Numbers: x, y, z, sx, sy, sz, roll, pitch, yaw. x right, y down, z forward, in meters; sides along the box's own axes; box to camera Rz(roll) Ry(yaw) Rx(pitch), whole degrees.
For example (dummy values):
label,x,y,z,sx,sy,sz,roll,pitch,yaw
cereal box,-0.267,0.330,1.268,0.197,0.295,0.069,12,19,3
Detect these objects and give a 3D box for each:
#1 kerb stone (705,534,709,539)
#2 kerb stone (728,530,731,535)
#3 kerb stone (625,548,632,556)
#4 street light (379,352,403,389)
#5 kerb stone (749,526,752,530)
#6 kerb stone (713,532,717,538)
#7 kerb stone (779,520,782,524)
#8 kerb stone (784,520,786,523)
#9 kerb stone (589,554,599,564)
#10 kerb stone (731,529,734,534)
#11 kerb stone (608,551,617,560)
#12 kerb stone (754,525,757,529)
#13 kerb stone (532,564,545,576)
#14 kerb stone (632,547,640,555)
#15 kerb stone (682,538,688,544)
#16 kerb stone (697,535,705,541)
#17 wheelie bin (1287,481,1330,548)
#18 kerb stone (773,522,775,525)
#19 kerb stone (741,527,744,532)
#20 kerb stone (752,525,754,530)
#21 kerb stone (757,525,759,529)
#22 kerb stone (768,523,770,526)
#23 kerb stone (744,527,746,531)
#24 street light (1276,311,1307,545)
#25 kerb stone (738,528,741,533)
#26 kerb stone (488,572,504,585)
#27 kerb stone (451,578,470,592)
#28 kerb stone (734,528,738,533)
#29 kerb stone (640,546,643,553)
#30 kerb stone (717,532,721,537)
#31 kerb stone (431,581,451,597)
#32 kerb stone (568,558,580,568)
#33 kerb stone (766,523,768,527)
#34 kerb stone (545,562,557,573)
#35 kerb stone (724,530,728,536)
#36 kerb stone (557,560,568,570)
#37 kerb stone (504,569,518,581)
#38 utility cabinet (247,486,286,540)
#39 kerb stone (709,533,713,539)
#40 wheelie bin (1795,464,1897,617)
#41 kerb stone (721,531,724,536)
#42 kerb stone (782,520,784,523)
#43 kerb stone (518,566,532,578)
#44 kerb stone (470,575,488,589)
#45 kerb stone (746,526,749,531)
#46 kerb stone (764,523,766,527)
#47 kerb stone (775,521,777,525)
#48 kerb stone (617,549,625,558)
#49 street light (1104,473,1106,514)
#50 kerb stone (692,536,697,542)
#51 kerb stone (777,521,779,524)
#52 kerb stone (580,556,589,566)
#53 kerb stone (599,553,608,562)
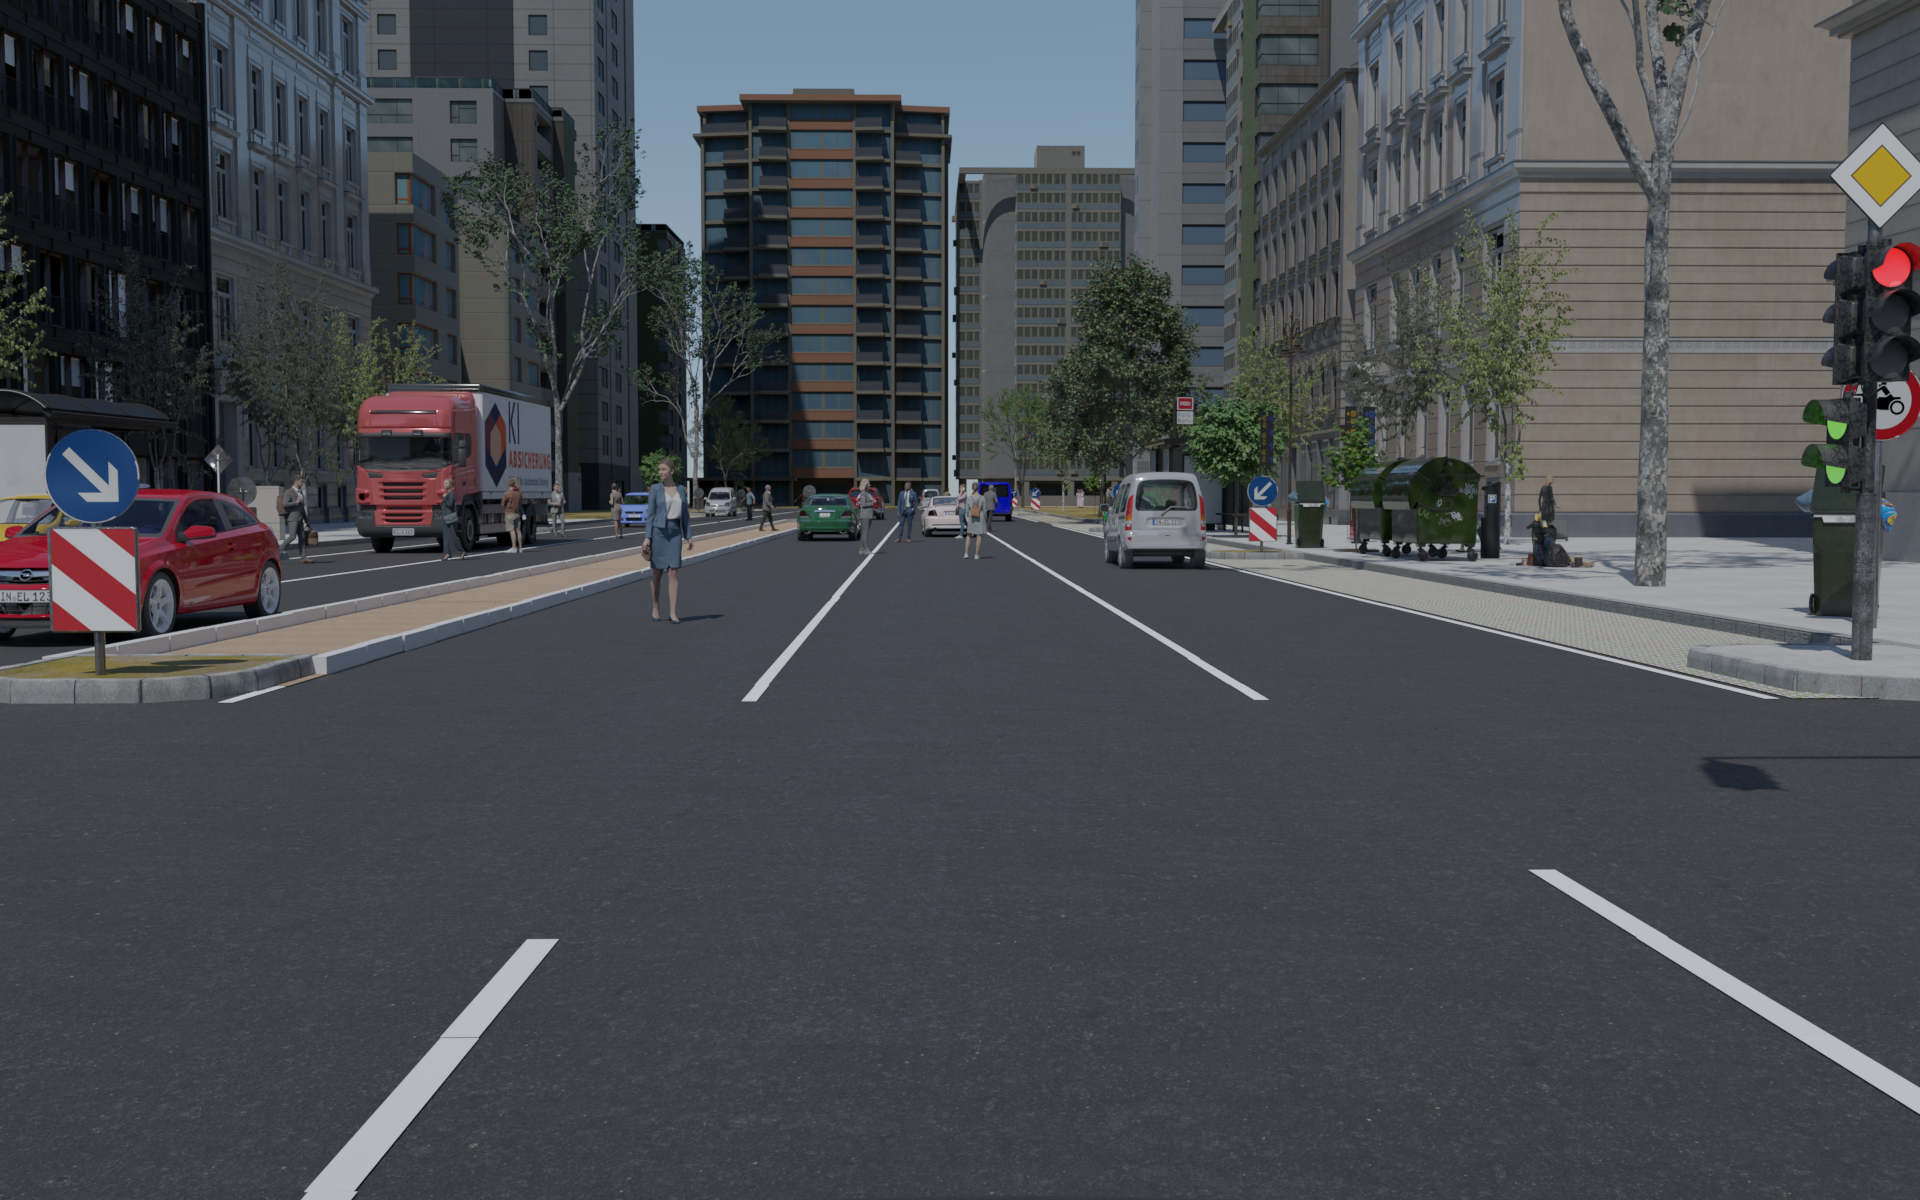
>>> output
label,x,y,z,sx,sy,sz,roll,pitch,yaw
kerb stone,-8.030,-1.952,54.115,0.120,0.150,1.000,0,4,-1
kerb stone,-8.155,-2.328,60.252,0.120,0.150,1.000,0,4,-1
kerb stone,-7.721,-1.074,39.754,0.120,0.150,1.000,0,4,-1
street light,-18.484,-5.126,56.604,0.468,5.910,1.993,0,4,-1
kerb stone,-8.313,-2.766,67.423,0.120,0.150,1.000,0,4,-1
kerb stone,-8.077,-2.077,56.162,0.120,0.150,1.000,0,4,-1
kerb stone,-8.613,-3.646,81.803,0.120,0.150,1.000,0,4,-1
kerb stone,-8.668,-3.772,83.863,0.120,0.150,1.000,0,4,-1
kerb stone,-7.641,-0.823,35.655,0.120,0.150,1.000,0,4,-1
kerb stone,-8.191,-2.390,61.273,0.120,0.150,1.000,0,4,-1
kerb stone,-7.679,-0.943,37.705,0.120,0.150,1.000,0,4,-1
kerb stone,-8.351,-2.892,69.482,0.120,0.150,1.000,0,4,-1
kerb stone,-7.526,-0.510,30.533,0.120,0.150,1.000,0,4,-1
kerb stone,-7.745,-1.137,40.785,0.120,0.150,1.000,0,4,-1
kerb stone,-7.941,-1.701,50.009,0.120,0.150,1.000,0,4,-1
kerb stone,-8.006,-1.889,53.087,0.120,0.150,1.000,0,4,-1
wheelie bin,8.250,-2.031,41.114,0.980,1.594,0.693,0,4,-1
kerb stone,-8.526,-3.394,77.687,0.120,0.150,1.000,0,4,-1
kerb stone,-8.242,-2.578,64.351,0.120,0.150,1.000,0,4,-1
kerb stone,-8.336,-2.829,68.447,0.120,0.150,1.000,0,4,-1
kerb stone,-8.379,-2.955,70.515,0.120,0.150,1.000,0,4,-1
kerb stone,-8.504,-3.332,76.665,0.120,0.150,1.000,0,4,-1
kerb stone,-8.272,-2.640,65.373,0.120,0.150,1.000,0,4,-1
street light,8.382,-4.351,43.932,0.468,5.910,1.993,0,4,-1
kerb stone,-8.223,-2.515,63.320,0.120,0.150,1.000,0,4,-1
kerb stone,-7.461,-0.311,27.462,0.120,0.150,1.000,0,4,-1
kerb stone,-7.419,-0.197,25.417,0.120,0.150,1.000,0,4,-1
kerb stone,-8.202,-2.453,62.298,0.120,0.150,1.000,0,4,-1
kerb stone,-7.772,-1.197,41.807,0.120,0.150,1.000,0,4,-1
kerb stone,-8.095,-2.134,57.185,0.120,0.150,1.000,0,4,-1
kerb stone,-7.397,-0.135,24.395,0.120,0.150,1.000,0,4,-1
kerb stone,-7.590,-0.693,33.605,0.120,0.150,1.000,0,4,-1
kerb stone,-8.466,-3.206,74.614,0.120,0.150,1.000,0,4,-1
kerb stone,-7.549,-0.571,31.556,0.120,0.150,1.000,0,4,-1
kerb stone,-8.137,-2.264,59.228,0.120,0.150,1.000,0,4,-1
kerb stone,-7.577,-0.635,32.582,0.120,0.150,1.000,0,4,-1
kerb stone,-7.482,-0.380,28.484,0.120,0.150,1.000,0,4,-1
utility cabinet,-19.401,-2.416,48.188,1.173,1.500,0.318,0,4,8
kerb stone,-8.053,-2.011,55.140,0.120,0.150,1.000,0,4,-1
wheelie bin,9.346,-0.635,18.284,0.980,1.594,0.693,2,4,35
kerb stone,-8.118,-2.203,58.206,0.120,0.150,1.000,0,4,-1
kerb stone,-8.638,-3.708,82.829,0.120,0.150,1.000,0,4,-1
kerb stone,-7.511,-0.447,29.507,0.120,0.150,1.000,0,4,-1
kerb stone,-7.437,-0.257,26.440,0.120,0.150,1.000,0,4,-1
kerb stone,-8.296,-2.704,66.401,0.120,0.150,1.000,0,4,-1
kerb stone,-8.441,-3.144,73.592,0.120,0.150,1.000,0,4,-1
kerb stone,-8.552,-3.457,78.717,0.120,0.150,1.000,0,4,-1
kerb stone,-7.702,-1.009,38.727,0.120,0.150,1.000,0,4,-1
street light,7.392,-7.053,88.109,0.468,5.910,1.993,0,4,-1
kerb stone,-7.960,-1.764,51.037,0.120,0.150,1.000,0,4,-1
kerb stone,-8.570,-3.510,79.744,0.120,0.150,1.000,0,4,-1
kerb stone,-7.616,-0.760,34.626,0.120,0.150,1.000,0,4,-1
kerb stone,-7.658,-0.879,36.683,0.120,0.150,1.000,0,4,-1
